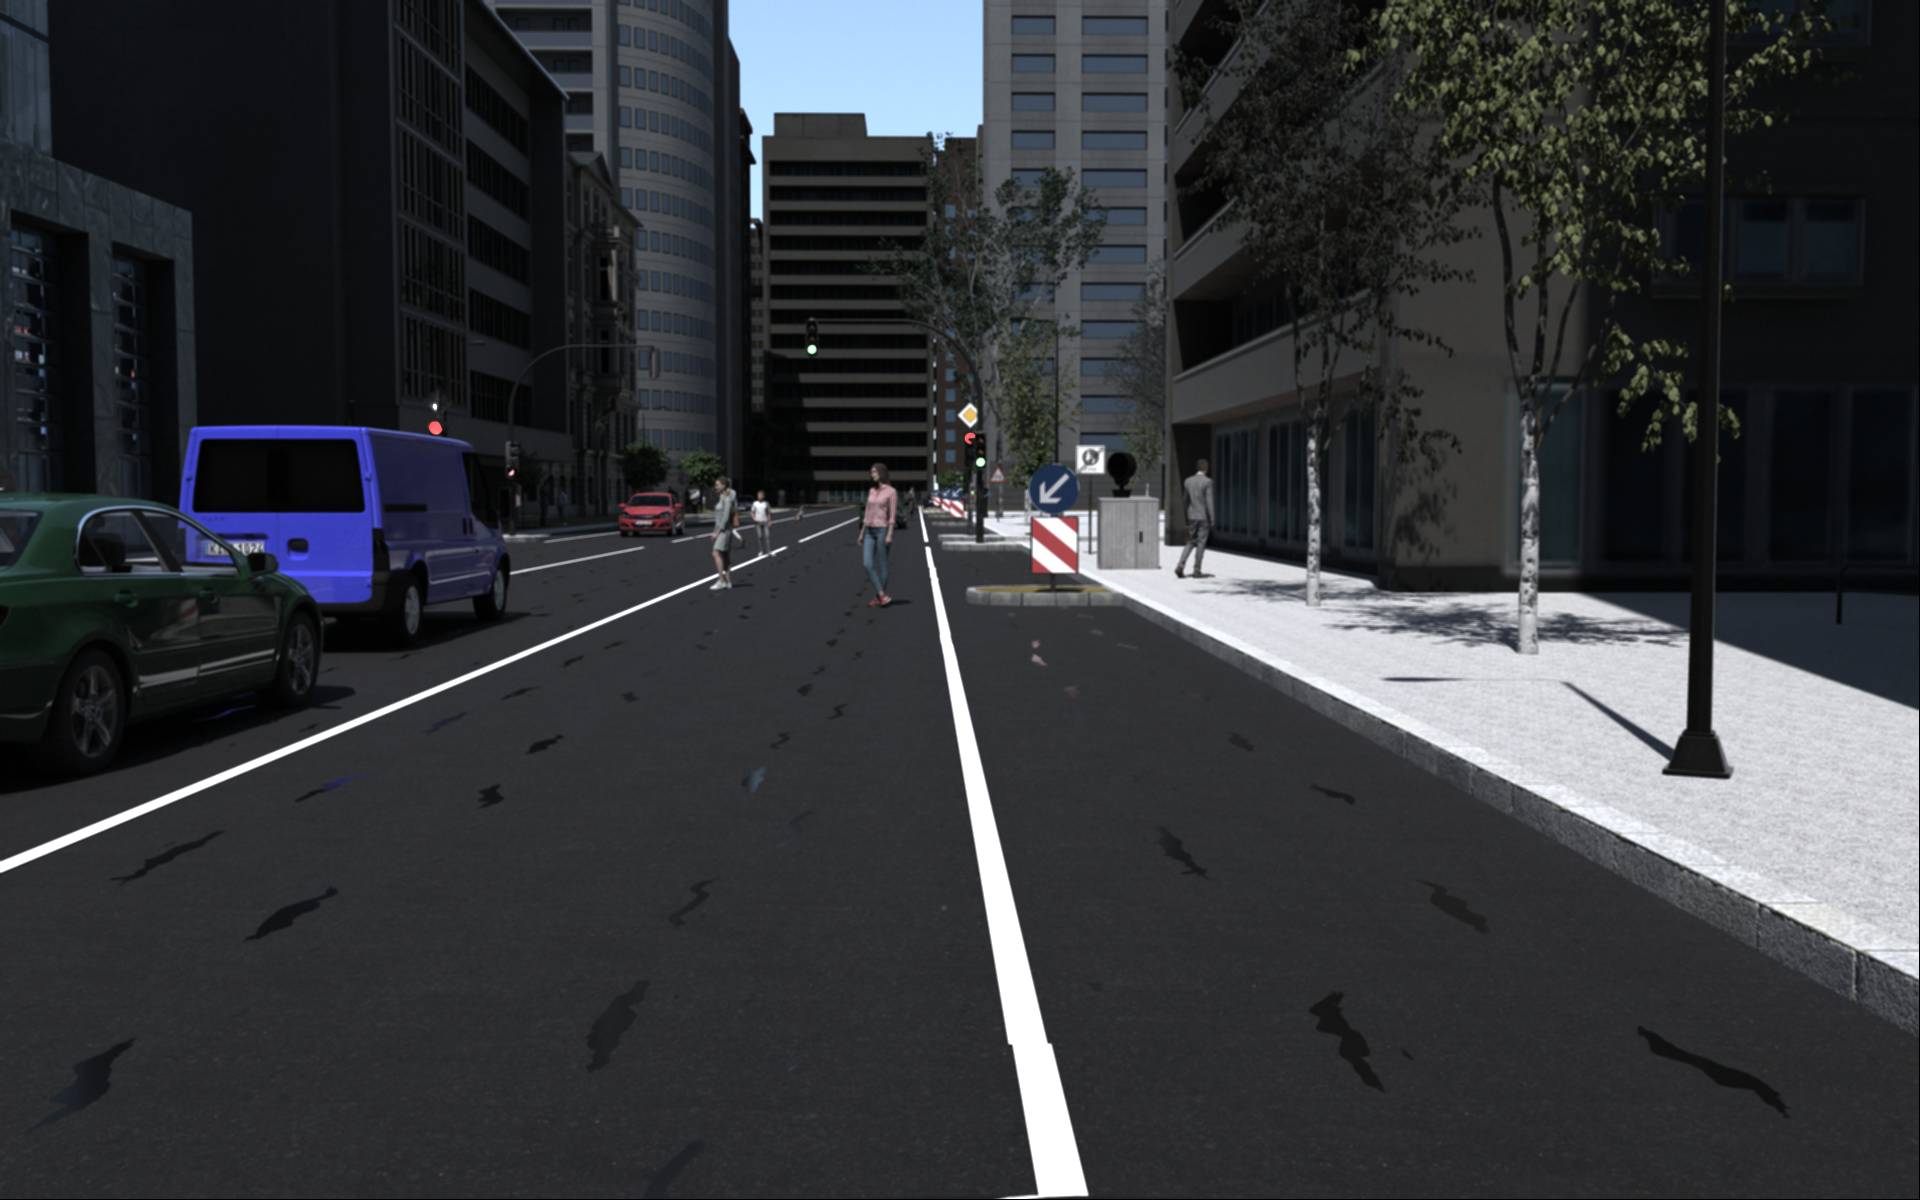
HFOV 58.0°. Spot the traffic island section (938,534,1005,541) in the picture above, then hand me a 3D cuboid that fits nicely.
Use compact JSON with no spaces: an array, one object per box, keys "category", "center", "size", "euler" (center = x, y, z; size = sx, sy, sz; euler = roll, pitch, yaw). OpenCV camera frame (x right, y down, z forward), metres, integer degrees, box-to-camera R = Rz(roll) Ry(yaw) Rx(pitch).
[{"category":"traffic island section","center":[0.334,-1.897,53.299],"size":[2.009,0.180,2.903],"euler":[0,4,-1]}]

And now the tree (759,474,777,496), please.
[{"category":"tree","center":[-18.953,-10.781,170.864],"size":[1.663,3.219,1.824],"euler":[0,3,0]}]

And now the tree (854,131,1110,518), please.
[{"category":"tree","center":[0.674,-14.460,92.316],"size":[12.611,20.169,13.585],"euler":[0,3,0]}]

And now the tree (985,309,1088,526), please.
[{"category":"tree","center":[2.846,-7.328,70.179],"size":[4.737,8.622,4.395],"euler":[0,3,0]}]

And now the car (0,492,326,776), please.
[{"category":"car","center":[-5.331,0.096,10.233],"size":[2.131,1.459,4.920],"euler":[0,3,0]}]

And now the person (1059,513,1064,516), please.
[{"category":"person","center":[3.563,-3.249,60.971],"size":[0.330,1.601,0.589],"euler":[0,4,0]}]

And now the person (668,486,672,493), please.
[{"category":"person","center":[-18.708,-6.382,110.608],"size":[0.699,1.804,1.509],"euler":[-3,5,-44]}]

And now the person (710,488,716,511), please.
[{"category":"person","center":[-18.763,-7.646,131.608],"size":[0.434,1.755,0.990],"euler":[-2,4,-29]}]

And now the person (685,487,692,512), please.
[{"category":"person","center":[-20.010,-7.380,126.892],"size":[0.526,1.800,0.537],"euler":[-2,4,-34]}]

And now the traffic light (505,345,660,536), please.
[{"category":"traffic light","center":[-11.574,-4.785,52.908],"size":[4.771,5.953,1.251],"euler":[0,4,-1]}]

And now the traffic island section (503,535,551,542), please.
[{"category":"traffic island section","center":[-13.703,-1.876,52.955],"size":[2.009,0.180,2.903],"euler":[0,4,-1]}]

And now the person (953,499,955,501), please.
[{"category":"person","center":[-0.664,-11.964,202.449],"size":[0.445,1.727,0.742],"euler":[-1,4,-21]}]

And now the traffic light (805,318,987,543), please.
[{"category":"traffic light","center":[-1.596,-4.302,45.008],"size":[4.771,5.953,1.251],"euler":[0,4,-1]}]

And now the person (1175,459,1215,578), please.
[{"category":"person","center":[3.653,-1.242,26.478],"size":[0.709,1.813,0.853],"euler":[3,5,43]}]

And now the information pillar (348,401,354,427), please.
[{"category":"information pillar","center":[-15.416,-3.216,43.938],"size":[0.183,3.616,0.504],"euler":[-2,4,-26]}]

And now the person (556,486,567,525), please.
[{"category":"person","center":[-16.438,-3.883,71.340],"size":[0.589,1.601,0.330],"euler":[3,5,43]}]

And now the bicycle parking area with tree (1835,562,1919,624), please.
[{"category":"bicycle parking area with tree","center":[13.099,-1.737,15.400],"size":[8.231,4.147,9.016],"euler":[-1,4,-10]}]

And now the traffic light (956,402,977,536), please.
[{"category":"traffic light","center":[0.294,-3.930,53.184],"size":[0.839,4.253,0.868],"euler":[0,4,-1]}]

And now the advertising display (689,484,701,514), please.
[{"category":"advertising display","center":[-16.916,-6.450,110.665],"size":[0.974,1.923,0.123],"euler":[3,4,35]}]

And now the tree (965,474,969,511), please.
[{"category":"tree","center":[1.004,-8.386,131.713],"size":[1.663,3.219,1.824],"euler":[0,3,0]}]

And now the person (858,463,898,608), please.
[{"category":"person","center":[-1.058,-0.825,22.002],"size":[0.555,1.821,0.388],"euler":[2,4,27]}]

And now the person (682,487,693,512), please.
[{"category":"person","center":[-19.470,-7.228,124.430],"size":[0.699,1.804,1.509],"euler":[-2,4,-31]}]

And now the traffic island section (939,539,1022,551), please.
[{"category":"traffic island section","center":[0.533,-1.409,45.316],"size":[2.009,0.180,2.903],"euler":[0,4,-1]}]

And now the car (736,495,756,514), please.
[{"category":"car","center":[-15.302,-6.747,122.900],"size":[1.945,1.354,3.894],"euler":[0,4,-1]}]

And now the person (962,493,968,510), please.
[{"category":"person","center":[0.263,-8.100,139.201],"size":[0.721,1.743,1.217],"euler":[-3,4,-36]}]

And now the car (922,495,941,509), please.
[{"category":"car","center":[-2.469,-8.904,158.165],"size":[1.945,1.354,3.894],"euler":[0,4,-2]}]

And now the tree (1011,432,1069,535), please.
[{"category":"tree","center":[2.535,-3.669,54.583],"size":[1.663,3.219,1.824],"euler":[0,3,0]}]

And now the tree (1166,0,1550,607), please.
[{"category":"tree","center":[4.098,-4.218,19.335],"size":[4.360,8.622,3.978],"euler":[0,3,0]}]

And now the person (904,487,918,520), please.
[{"category":"person","center":[-2.724,-5.280,94.787],"size":[0.822,1.834,0.622],"euler":[0,4,-1]}]

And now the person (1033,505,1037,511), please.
[{"category":"person","center":[5.812,-7.637,131.846],"size":[0.756,1.711,0.436],"euler":[-1,4,-14]}]

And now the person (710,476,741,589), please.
[{"category":"person","center":[-3.588,-1.027,26.297],"size":[0.522,1.701,0.512],"euler":[-1,4,-20]}]

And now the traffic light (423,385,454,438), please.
[{"category":"traffic light","center":[-13.464,-3.420,44.839],"size":[0.839,4.253,0.868],"euler":[0,4,-1]}]

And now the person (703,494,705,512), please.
[{"category":"person","center":[-18.083,-6.830,121.965],"size":[0.306,1.304,0.590],"euler":[-1,4,-11]}]

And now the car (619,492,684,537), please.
[{"category":"car","center":[-10.554,-3.082,59.437],"size":[2.155,1.783,4.494],"euler":[0,4,-2]}]

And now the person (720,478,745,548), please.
[{"category":"person","center":[-5.974,-2.236,44.935],"size":[0.818,1.842,0.514],"euler":[1,4,13]}]

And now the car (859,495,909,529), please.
[{"category":"car","center":[-3.186,-3.678,71.927],"size":[2.131,1.459,4.920],"euler":[0,4,0]}]

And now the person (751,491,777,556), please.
[{"category":"person","center":[-4.532,-1.767,39.989],"size":[0.503,1.515,0.523],"euler":[-3,5,-42]}]

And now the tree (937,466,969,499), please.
[{"category":"tree","center":[-1.145,-13.588,205.878],"size":[4.285,4.588,4.351],"euler":[0,3,0]}]

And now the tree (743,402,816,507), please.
[{"category":"tree","center":[-18.957,-14.779,176.046],"size":[8.767,10.594,7.601],"euler":[-1,4,-10]}]

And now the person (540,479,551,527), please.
[{"category":"person","center":[-16.128,-3.766,67.422],"size":[0.447,1.846,0.655],"euler":[-2,4,-32]}]
